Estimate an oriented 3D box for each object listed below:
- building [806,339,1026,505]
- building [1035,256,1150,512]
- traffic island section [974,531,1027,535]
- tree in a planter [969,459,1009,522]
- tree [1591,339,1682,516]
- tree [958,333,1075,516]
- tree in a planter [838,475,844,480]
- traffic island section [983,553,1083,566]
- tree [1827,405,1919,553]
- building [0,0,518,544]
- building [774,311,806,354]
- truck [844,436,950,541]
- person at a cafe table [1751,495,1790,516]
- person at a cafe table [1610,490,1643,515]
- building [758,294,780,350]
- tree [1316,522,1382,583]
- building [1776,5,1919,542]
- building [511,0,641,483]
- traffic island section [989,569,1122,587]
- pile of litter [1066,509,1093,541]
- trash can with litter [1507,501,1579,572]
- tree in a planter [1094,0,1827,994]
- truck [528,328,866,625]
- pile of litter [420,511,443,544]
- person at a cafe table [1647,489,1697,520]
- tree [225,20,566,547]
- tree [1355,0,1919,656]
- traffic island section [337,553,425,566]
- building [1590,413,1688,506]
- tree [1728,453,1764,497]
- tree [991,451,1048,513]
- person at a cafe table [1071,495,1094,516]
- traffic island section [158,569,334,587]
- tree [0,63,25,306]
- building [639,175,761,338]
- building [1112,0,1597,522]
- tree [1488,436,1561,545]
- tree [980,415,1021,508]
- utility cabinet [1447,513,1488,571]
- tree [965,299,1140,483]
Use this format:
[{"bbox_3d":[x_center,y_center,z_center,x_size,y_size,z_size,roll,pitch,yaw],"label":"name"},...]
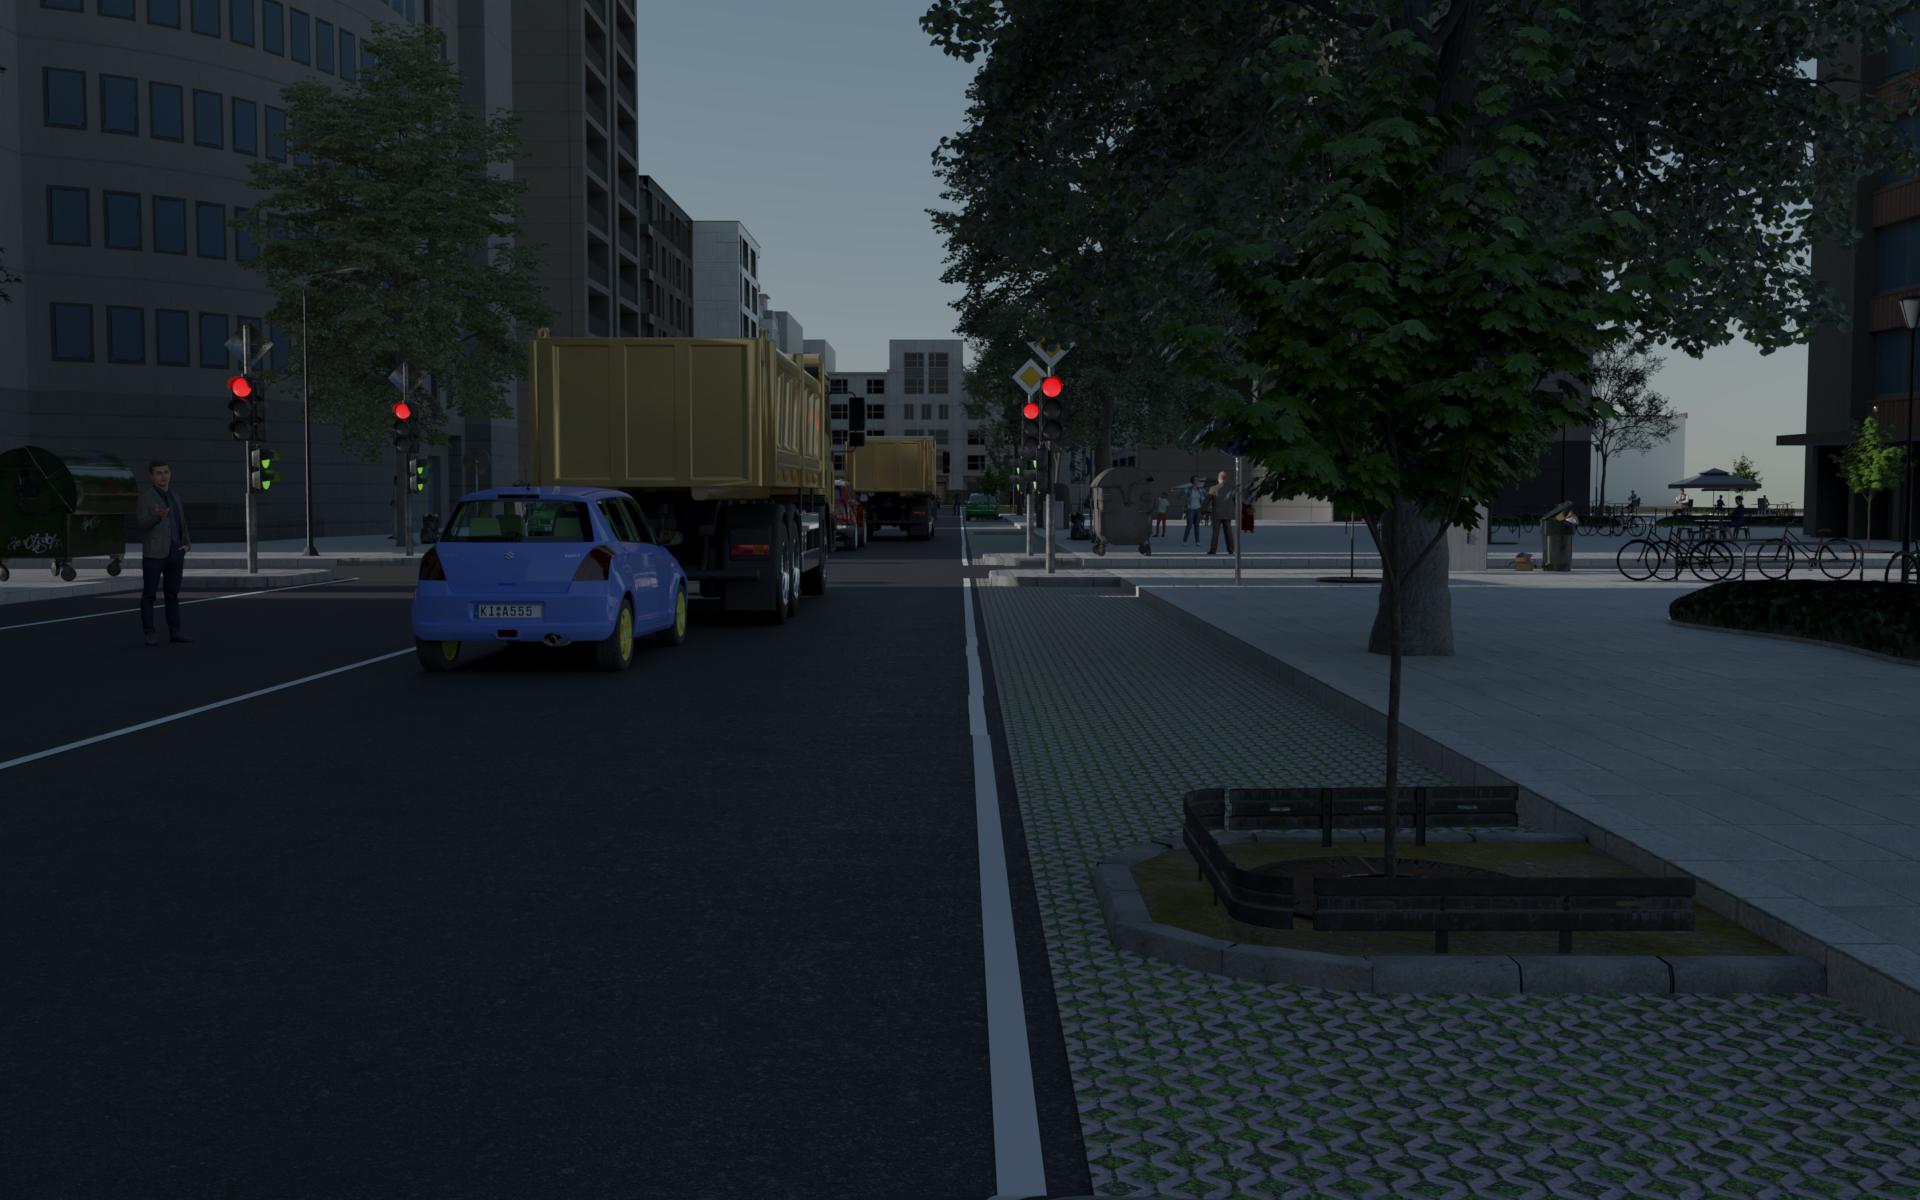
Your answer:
[{"bbox_3d":[-8.072,-20.796,206.473,31.486,18.905,16.747,0,3,0],"label":"building"},{"bbox_3d":[14.893,-16.544,136.960,16.747,18.905,31.486,0,3,0],"label":"building"},{"bbox_3d":[1.481,-2.365,61.529,1.991,0.108,1.994,0,3,0],"label":"traffic island section"},{"bbox_3d":[1.463,-5.575,88.377,1.991,3.239,1.994,0,3,0],"label":"tree in a planter"},{"bbox_3d":[33.686,-9.502,89.763,7.601,10.594,8.767,0,4,-1],"label":"tree"},{"bbox_3d":[3.424,-10.863,103.368,9.928,11.665,9.643,0,3,0],"label":"tree"},{"bbox_3d":[-11.163,-10.253,164.851,1.991,3.239,1.994,0,3,0],"label":"tree in a planter"},{"bbox_3d":[1.483,-0.839,36.006,2.009,0.180,2.903,0,3,0],"label":"traffic island section"},{"bbox_3d":[19.831,-2.634,37.660,1.663,3.219,1.824,0,3,0],"label":"tree"},{"bbox_3d":[-28.540,-31.383,55.118,21.231,58.520,28.212,0,3,0],"label":"building"},{"bbox_3d":[-32.413,-18.930,175.957,31.486,18.905,16.747,0,3,0],"label":"building"},{"bbox_3d":[-2.126,-3.716,56.683,3.469,3.379,9.791,0,4,1],"label":"truck"},{"bbox_3d":[44.517,-5.173,95.445,1.726,1.238,1.698,-3,5,-41],"label":"person at a cafe table"},{"bbox_3d":[40.582,-5.903,105.026,1.622,1.524,1.698,-2,4,-33],"label":"person at a cafe table"},{"bbox_3d":[-24.790,-18.649,161.335,16.016,20.091,11.380,0,3,0],"label":"building"},{"bbox_3d":[5.829,-1.883,25.382,1.663,3.219,1.824,0,3,0],"label":"tree"},{"bbox_3d":[38.470,-23.950,46.211,28.867,44.769,22.147,0,3,0],"label":"building"},{"bbox_3d":[-26.427,-40.098,93.858,20.563,71.187,20.611,0,3,0],"label":"building"},{"bbox_3d":[1.485,-0.351,28.021,2.009,0.180,2.903,0,3,0],"label":"traffic island section"},{"bbox_3d":[3.535,-2.118,48.601,1.176,0.858,1.719,1,4,10],"label":"pile of litter"},{"bbox_3d":[9.648,-1.057,28.669,1.055,1.170,0.624,1,4,11],"label":"trash can with litter"},{"bbox_3d":[1.478,-0.526,5.829,1.991,3.239,1.994,0,3,0],"label":"tree in a planter"},{"bbox_3d":[-3.161,-1.633,22.630,3.469,3.379,9.791,0,3,0],"label":"truck"},{"bbox_3d":[-13.492,-1.900,45.030,1.176,0.858,1.719,0,4,2],"label":"pile of litter"},{"bbox_3d":[30.268,-3.952,73.128,1.622,1.524,1.698,-2,4,-31],"label":"person at a cafe table"},{"bbox_3d":[-13.464,-7.561,41.745,7.486,12.596,7.792,0,3,0],"label":"tree"},{"bbox_3d":[3.772,-6.543,13.631,9.857,13.997,8.962,0,3,0],"label":"tree"},{"bbox_3d":[-11.458,-0.840,36.008,2.009,0.180,2.903,0,3,0],"label":"traffic island section"},{"bbox_3d":[60.897,-14.510,179.385,28.070,9.664,9.099,0,3,0],"label":"building"},{"bbox_3d":[35.498,-5.152,78.830,1.663,3.219,1.824,0,3,0],"label":"tree"},{"bbox_3d":[4.357,-8.112,116.351,4.285,4.588,4.351,0,3,0],"label":"tree"},{"bbox_3d":[7.364,-5.517,101.063,1.726,1.238,1.698,2,4,30],"label":"person at a cafe table"},{"bbox_3d":[-11.457,-0.351,28.023,2.009,0.180,2.903,0,3,0],"label":"traffic island section"},{"bbox_3d":[-14.031,-5.155,18.690,7.601,10.594,8.767,0,4,3],"label":"tree"},{"bbox_3d":[-30.420,-17.340,127.487,27.936,21.610,32.646,0,3,0],"label":"building"},{"bbox_3d":[18.967,-39.759,88.317,20.563,71.187,20.611,0,3,0],"label":"building"},{"bbox_3d":[13.606,-3.708,44.344,4.285,4.588,4.351,0,3,0],"label":"tree"},{"bbox_3d":[3.642,-12.605,156.461,4.360,8.622,3.978,0,3,0],"label":"tree"},{"bbox_3d":[8.254,-1.084,28.883,1.020,1.237,0.306,0,4,7],"label":"utility cabinet"},{"bbox_3d":[4.234,-8.758,77.599,8.767,10.594,7.601,1,4,10],"label":"tree"}]
